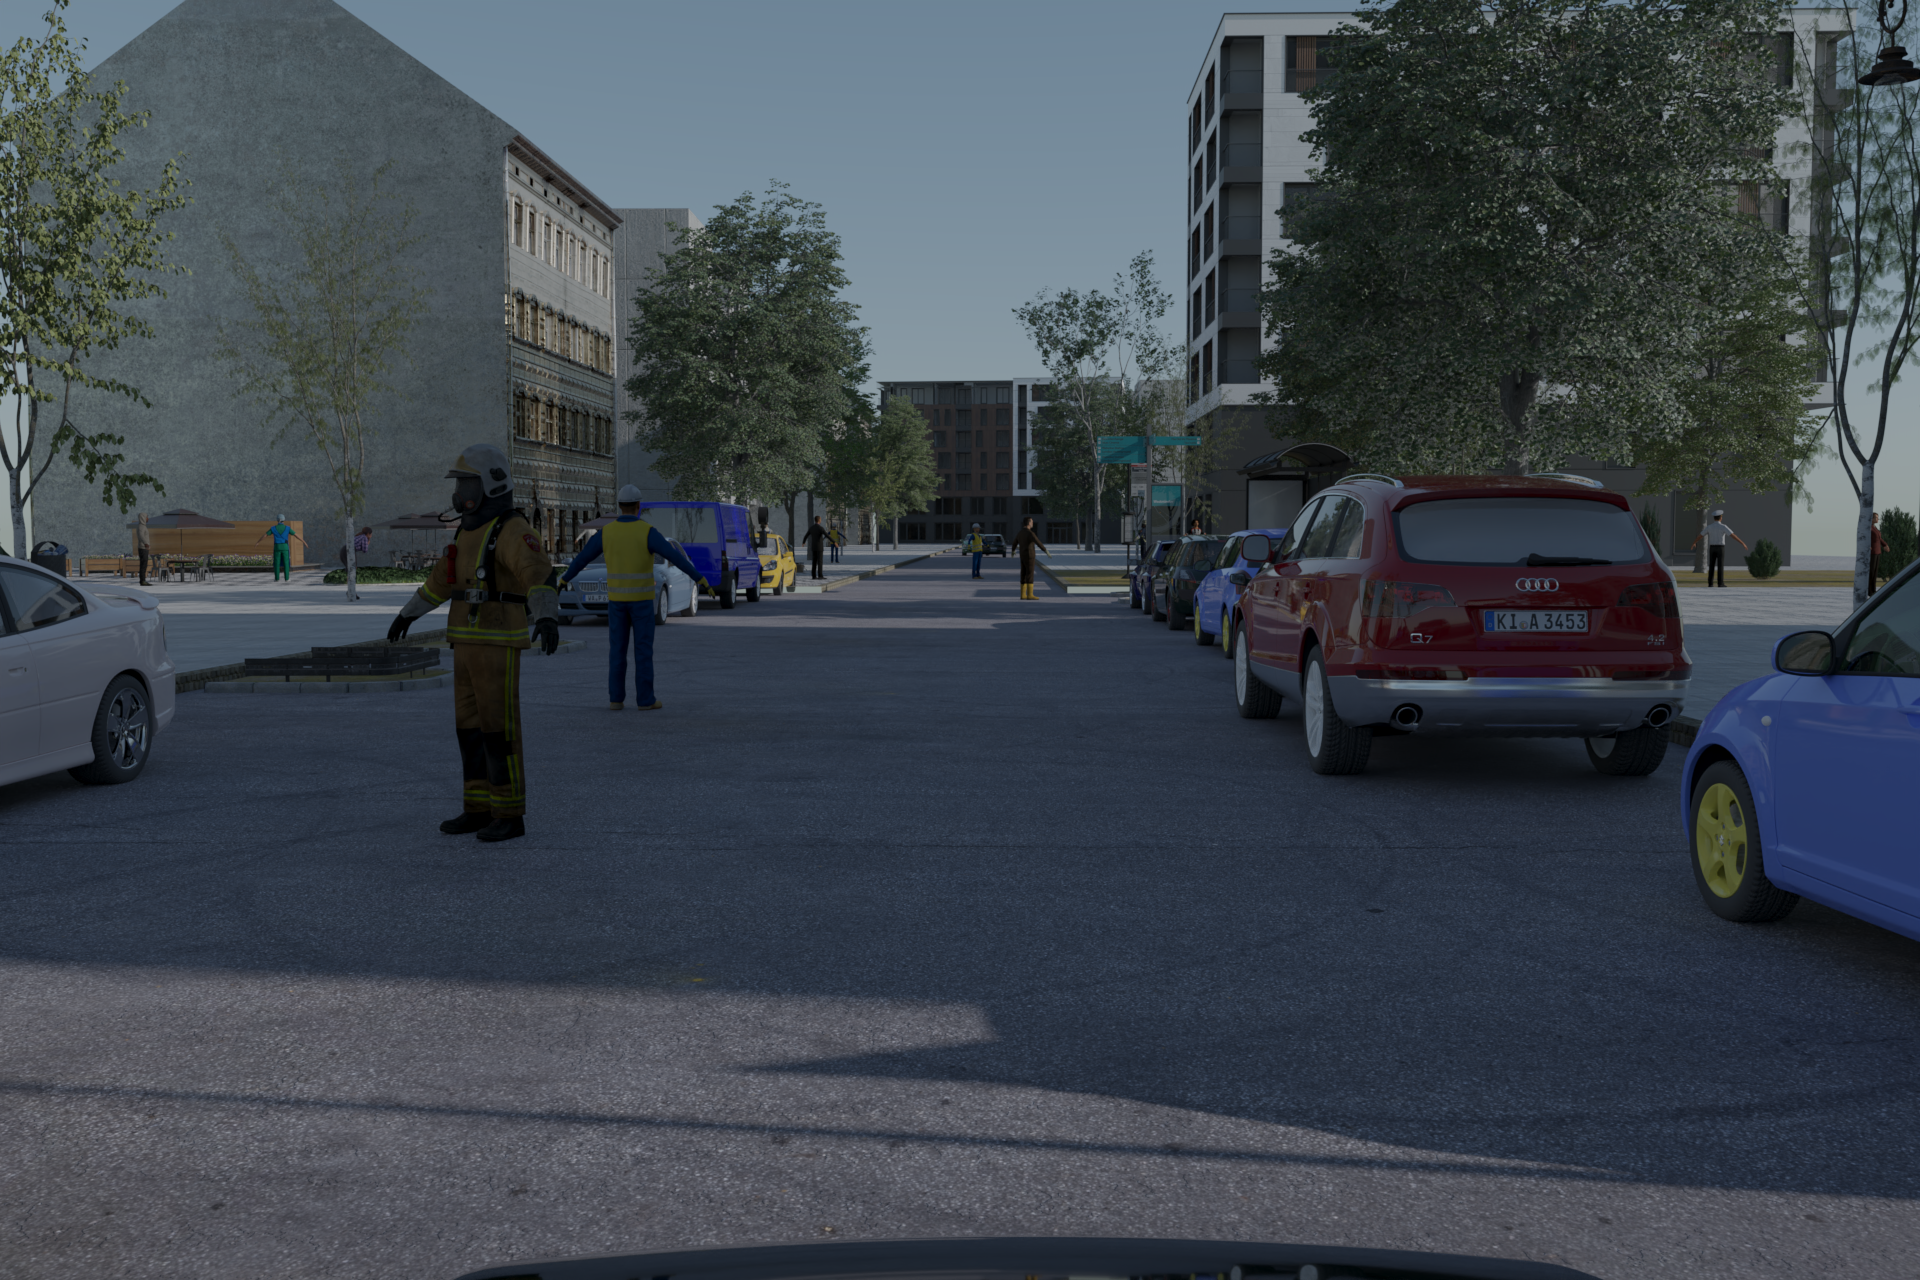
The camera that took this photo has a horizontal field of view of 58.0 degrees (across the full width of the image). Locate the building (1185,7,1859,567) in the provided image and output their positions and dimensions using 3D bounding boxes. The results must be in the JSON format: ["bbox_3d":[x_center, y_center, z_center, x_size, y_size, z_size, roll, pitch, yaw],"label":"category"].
[{"bbox_3d":[24.721,-14.694,84.220,27.936,21.610,32.646,0,4,2],"label":"building"}]

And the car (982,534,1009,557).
[{"bbox_3d":[2.017,-5.970,107.403,2.009,1.686,4.222,0,4,1],"label":"car"}]

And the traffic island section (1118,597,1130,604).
[{"bbox_3d":[4.313,-0.815,36.191,1.991,0.108,1.994,0,4,2],"label":"traffic island section"}]

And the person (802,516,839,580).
[{"bbox_3d":[-3.994,-2.606,48.829,1.346,1.802,0.704,3,4,38],"label":"person"}]

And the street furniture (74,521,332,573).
[{"bbox_3d":[-26.827,-3.209,59.326,9.812,1.723,11.010,-1,4,-9],"label":"street furniture"}]

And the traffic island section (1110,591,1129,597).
[{"bbox_3d":[4.461,-1.039,39.853,1.991,0.108,1.994,0,4,2],"label":"traffic island section"}]

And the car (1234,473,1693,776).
[{"bbox_3d":[3.148,-0.193,11.826,2.281,1.827,5.304,0,4,1],"label":"car"}]

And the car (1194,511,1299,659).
[{"bbox_3d":[3.877,-0.709,21.187,1.945,1.707,3.694,0,3,0],"label":"car"}]

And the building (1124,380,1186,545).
[{"bbox_3d":[29.141,-20.807,206.649,16.747,18.905,31.486,0,4,1],"label":"building"}]

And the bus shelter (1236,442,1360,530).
[{"bbox_3d":[7.873,-2.873,40.902,2.014,3.302,5.546,0,4,2],"label":"bus shelter"}]

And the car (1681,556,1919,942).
[{"bbox_3d":[3.649,0.261,5.319,1.945,1.707,3.694,0,3,0],"label":"car"}]

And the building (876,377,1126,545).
[{"bbox_3d":[6.262,-24.004,238.898,32.646,21.610,27.936,0,4,6],"label":"building"}]

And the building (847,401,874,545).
[{"bbox_3d":[-20.518,-22.988,206.790,19.493,23.208,18.063,0,4,2],"label":"building"}]

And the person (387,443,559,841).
[{"bbox_3d":[-2.261,0.002,8.194,1.354,1.858,0.705,3,5,42],"label":"person"}]

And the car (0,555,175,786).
[{"bbox_3d":[-5.734,0.227,8.654,2.083,1.381,4.827,0,4,1],"label":"car"}]

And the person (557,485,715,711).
[{"bbox_3d":[-2.679,-0.350,14.146,1.349,1.833,0.705,0,4,7],"label":"person"}]

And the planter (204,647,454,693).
[{"bbox_3d":[-5.822,0.278,16.601,1.991,0.319,1.994,0,4,1],"label":"planter"}]

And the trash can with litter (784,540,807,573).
[{"bbox_3d":[-5.622,-2.835,57.740,1.055,1.170,0.624,0,4,2],"label":"trash can with litter"}]

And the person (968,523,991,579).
[{"bbox_3d":[0.598,-2.829,55.169,0.721,1.772,1.216,2,4,35],"label":"person"}]

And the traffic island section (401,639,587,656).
[{"bbox_3d":[-5.694,0.096,21.293,1.991,0.108,1.994,0,4,2],"label":"traffic island section"}]

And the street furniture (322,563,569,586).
[{"bbox_3d":[-11.507,-1.877,46.314,10.072,0.657,5.734,-1,4,-9],"label":"street furniture"}]

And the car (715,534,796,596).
[{"bbox_3d":[-4.957,-1.917,41.571,2.015,1.641,3.980,0,4,1],"label":"car"}]

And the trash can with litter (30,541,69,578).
[{"bbox_3d":[-8.804,-0.385,17.358,1.678,1.210,2.233,0,4,1],"label":"trash can with litter"}]

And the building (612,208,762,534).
[{"bbox_3d":[-22.927,-14.903,110.117,16.747,18.905,31.486,0,4,1],"label":"building"}]

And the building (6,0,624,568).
[{"bbox_3d":[-26.068,-14.897,74.496,19.493,23.208,18.063,0,4,1],"label":"building"}]

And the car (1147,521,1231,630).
[{"bbox_3d":[3.981,-1.062,27.152,2.009,1.686,4.222,0,4,1],"label":"car"}]

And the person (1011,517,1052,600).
[{"bbox_3d":[1.493,-1.781,37.708,0.704,1.812,1.346,-3,4,-36],"label":"person"}]

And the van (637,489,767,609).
[{"bbox_3d":[-5.212,-1.863,34.840,2.240,2.365,5.245,0,4,1],"label":"van"}]

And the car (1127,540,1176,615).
[{"bbox_3d":[4.126,-1.198,32.175,1.945,1.354,3.894,0,4,0],"label":"car"}]

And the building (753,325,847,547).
[{"bbox_3d":[-21.678,-21.064,175.319,19.493,23.208,18.063,0,4,2],"label":"building"}]

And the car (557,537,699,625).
[{"bbox_3d":[-5.473,-1.024,28.741,2.014,1.417,4.499,0,4,1],"label":"car"}]

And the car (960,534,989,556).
[{"bbox_3d":[1.076,-6.326,115.220,2.131,1.459,4.920,0,4,2],"label":"car"}]

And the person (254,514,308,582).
[{"bbox_3d":[-18.283,-2.479,46.654,1.347,1.817,0.704,-1,4,-20],"label":"person"}]

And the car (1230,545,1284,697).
[{"bbox_3d":[3.662,-0.418,16.626,2.009,1.686,4.222,0,4,2],"label":"car"}]

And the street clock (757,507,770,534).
[{"bbox_3d":[-5.197,-2.520,45.772,0.358,2.002,0.471,0,4,1],"label":"street clock"}]

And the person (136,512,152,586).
[{"bbox_3d":[-20.147,-2.243,42.803,0.705,1.813,1.348,-2,4,-24],"label":"person"}]
